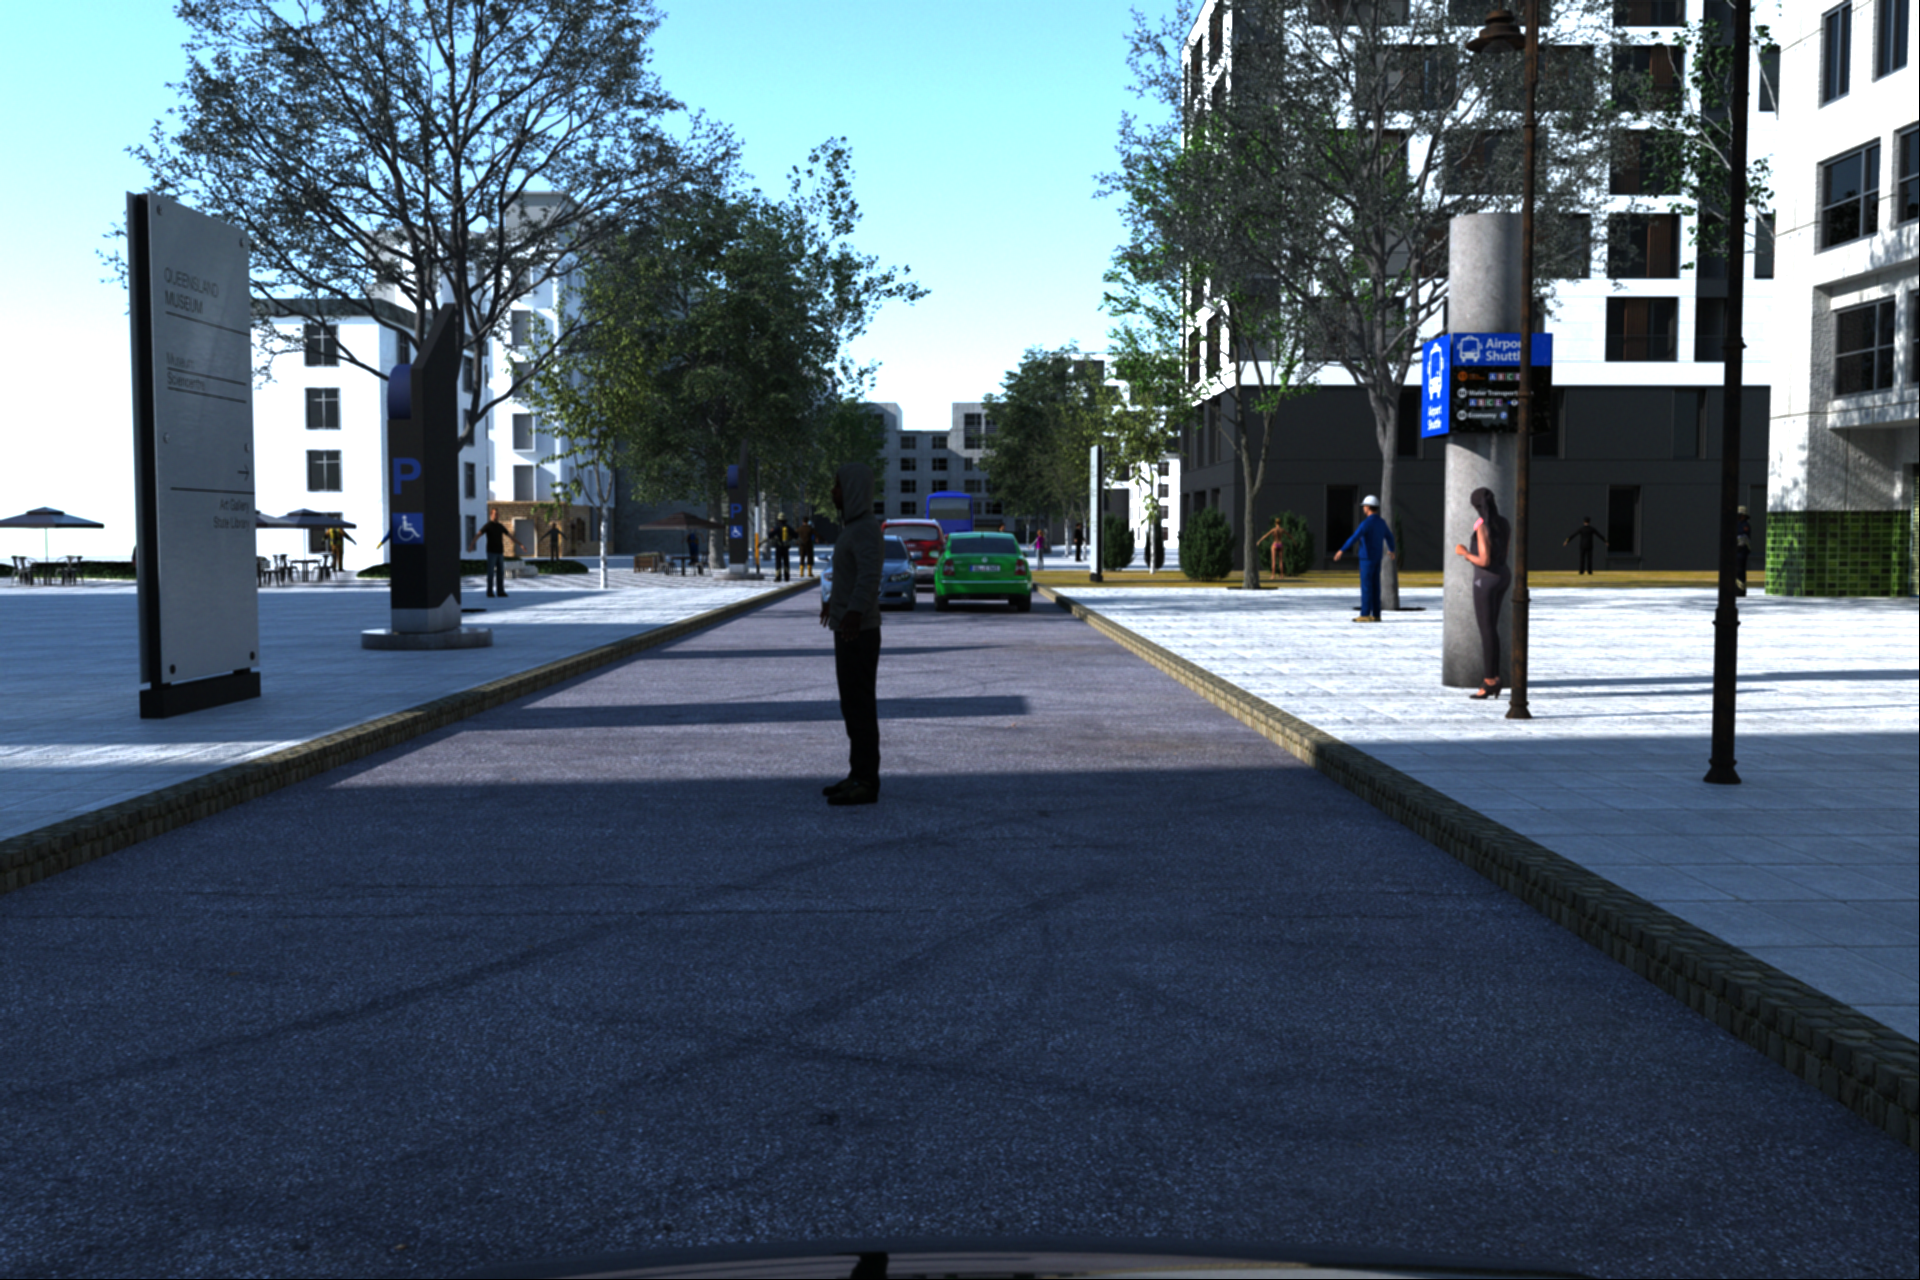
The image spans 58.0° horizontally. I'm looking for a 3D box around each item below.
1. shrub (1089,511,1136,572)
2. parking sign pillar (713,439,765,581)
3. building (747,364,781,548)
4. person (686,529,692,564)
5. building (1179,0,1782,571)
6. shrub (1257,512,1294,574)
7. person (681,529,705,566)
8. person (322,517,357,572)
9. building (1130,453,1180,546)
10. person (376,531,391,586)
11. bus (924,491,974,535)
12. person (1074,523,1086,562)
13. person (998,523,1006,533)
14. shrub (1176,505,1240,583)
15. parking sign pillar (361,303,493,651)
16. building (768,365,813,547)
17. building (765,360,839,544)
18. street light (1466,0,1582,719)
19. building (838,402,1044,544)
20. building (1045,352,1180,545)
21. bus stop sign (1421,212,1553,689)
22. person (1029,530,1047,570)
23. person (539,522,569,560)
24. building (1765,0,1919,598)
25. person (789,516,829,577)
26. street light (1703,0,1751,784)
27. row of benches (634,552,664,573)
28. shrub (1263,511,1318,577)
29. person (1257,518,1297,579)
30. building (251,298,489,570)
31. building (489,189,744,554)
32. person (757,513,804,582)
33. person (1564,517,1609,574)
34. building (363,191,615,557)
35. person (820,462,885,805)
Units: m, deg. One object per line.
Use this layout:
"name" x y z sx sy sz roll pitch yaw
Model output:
"shrub" 5.231 -3.390 59.461 1.661 2.075 1.752 0 3 0
"parking sign pillar" -6.181 -3.662 48.347 1.447 3.967 1.447 0 4 -1
"building" -27.251 -20.451 165.308 19.493 23.208 18.063 0 4 -1
"person" -11.333 -4.084 72.998 0.704 1.802 1.346 -1 4 -18
"building" 23.238 -14.173 75.703 27.936 21.610 32.646 0 4 0
"shrub" 10.309 -3.143 55.805 1.690 2.028 1.600 0 3 0
"person" -10.793 -3.942 70.307 1.347 1.847 0.705 3 5 39
"person" -21.189 -3.254 58.974 1.354 1.858 0.705 1 4 16
"building" 23.430 -14.526 179.654 9.099 9.664 28.070 0 4 0
"person" -13.965 -2.259 42.900 0.705 1.833 1.349 1 4 16
"bus" -0.635 -6.540 98.473 2.896 3.916 12.251 0 4 -1
"person" 5.543 -4.552 80.609 0.705 1.806 1.347 1 4 23
"person" 1.452 -3.091 59.175 1.347 1.806 0.705 -3 5 -44
"shrub" 6.581 -2.571 46.084 1.661 2.075 1.752 0 3 0
"parking sign pillar" -6.079 -1.908 19.660 1.447 3.967 1.447 0 4 0
"building" -26.224 -21.742 186.412 19.493 23.208 18.063 0 4 0
"building" -29.846 -22.547 212.620 27.936 21.610 32.646 0 4 0
"street light" 3.894 -2.392 11.897 0.468 5.910 1.993 0 4 0
"building" -0.952 -22.603 238.479 31.486 18.905 16.747 0 4 1
"building" 24.119 -22.459 211.178 27.936 21.610 32.646 0 4 -1
"bus stop sign" 4.402 -1.562 14.552 0.837 3.901 0.837 0 4 -1
"person" 2.787 -3.192 61.451 0.599 1.433 0.991 3 5 41
"person" -18.008 -4.318 76.870 1.348 1.796 0.705 0 4 4
"building" 25.688 -9.429 20.625 16.747 18.905 31.486 0 4 -1
"person" -4.602 -2.794 51.821 1.346 1.812 0.704 0 4 7
"street light" 3.943 -2.201 8.780 0.468 5.910 1.993 0 4 -1
"row of benches" -10.618 -2.682 59.315 1.422 0.672 4.104 0 4 -4
"shrub" 9.859 -2.892 51.710 1.690 2.028 1.600 0 3 0
"person" 9.070 -2.616 49.580 1.217 1.733 0.721 -1 4 -8
"building" -25.158 -8.177 75.838 9.099 9.664 28.070 0 3 0
"building" -25.372 -17.671 119.850 19.493 23.208 18.063 0 4 0
"person" -4.792 -2.497 46.610 1.354 1.856 0.705 -2 4 -27
"person" 19.915 -3.005 55.062 1.347 1.837 0.705 1 4 17
"building" -26.729 -14.704 96.832 16.016 20.090 11.380 0 4 -1
"person" -0.584 -0.044 9.304 0.705 1.813 1.348 -1 4 -9
